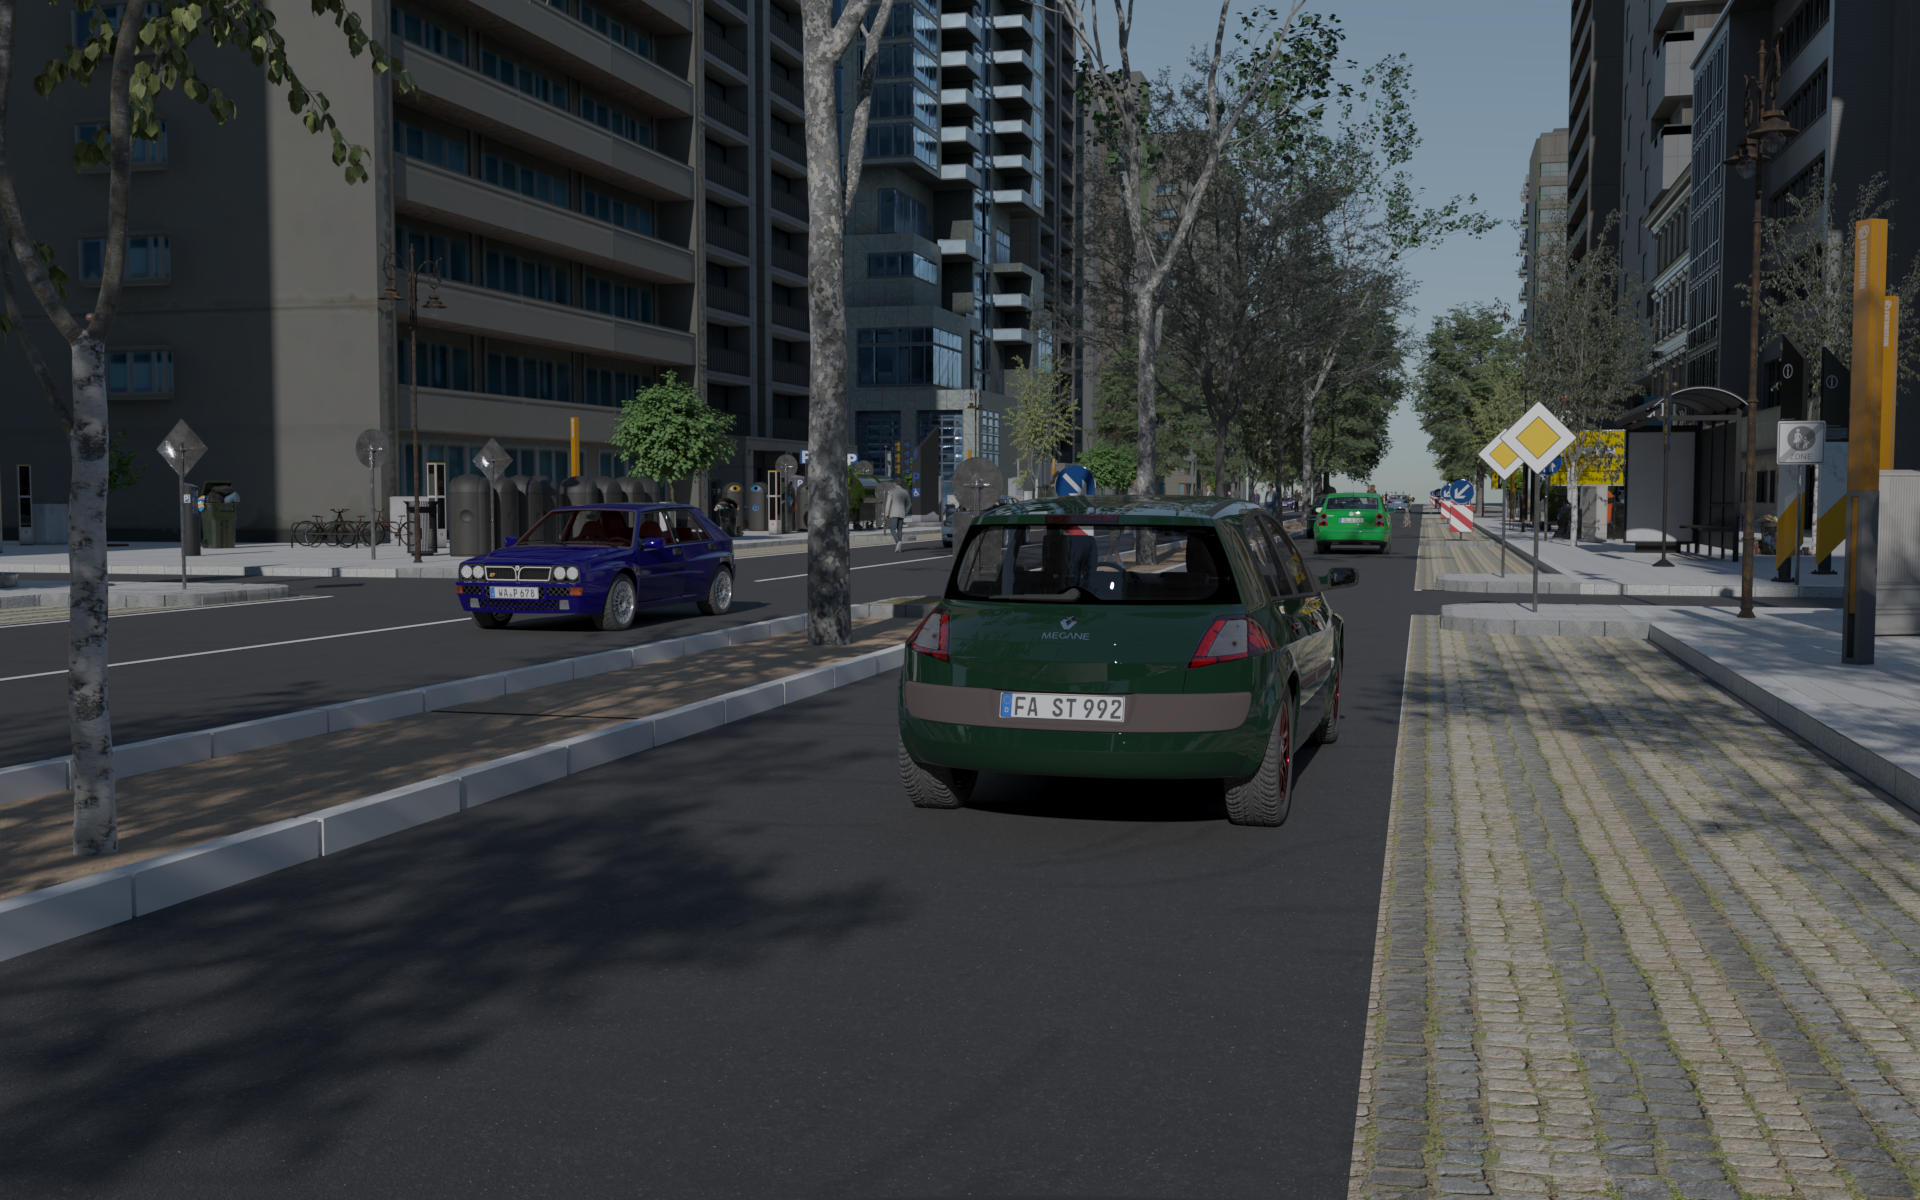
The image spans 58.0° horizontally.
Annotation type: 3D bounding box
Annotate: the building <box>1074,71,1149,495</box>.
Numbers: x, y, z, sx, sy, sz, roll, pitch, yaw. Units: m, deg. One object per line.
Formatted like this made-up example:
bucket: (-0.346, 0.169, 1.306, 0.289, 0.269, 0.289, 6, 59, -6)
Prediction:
building: (9.807, -29.410, 164.440, 14.154, 41.232, 14.086, 1, 4, 15)

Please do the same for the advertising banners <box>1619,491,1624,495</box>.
advertising banners: (35.918, -6.022, 94.647, 2.074, 3.025, 0.090, 0, 4, -3)

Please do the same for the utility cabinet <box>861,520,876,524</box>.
utility cabinet: (-4.294, -4.308, 79.110, 0.318, 1.500, 1.173, -2, 4, -35)

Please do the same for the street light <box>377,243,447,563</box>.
street light: (-10.120, -3.631, 32.159, 0.468, 5.910, 1.993, 1, 4, 15)

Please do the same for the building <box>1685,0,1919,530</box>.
building: (35.471, -14.833, 61.580, 14.314, 24.678, 30.058, 1, 4, 15)

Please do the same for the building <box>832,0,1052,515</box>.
building: (-5.623, -49.514, 122.225, 22.319, 86.520, 31.000, 1, 4, 15)

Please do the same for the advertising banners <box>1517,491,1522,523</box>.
advertising banners: (25.905, -4.977, 77.566, 2.074, 3.025, 0.090, -1, 4, -16)

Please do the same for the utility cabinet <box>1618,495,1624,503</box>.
utility cabinet: (34.671, -4.895, 91.198, 1.020, 1.237, 0.306, 2, 4, 30)

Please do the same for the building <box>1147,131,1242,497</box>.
building: (26.330, -37.431, 235.697, 21.300, 48.544, 21.600, 1, 4, 15)

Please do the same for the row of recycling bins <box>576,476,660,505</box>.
row of recycling bins: (-8.118, -2.047, 40.579, 1.069, 1.692, 3.534, 1, 4, 21)

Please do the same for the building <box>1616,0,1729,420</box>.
building: (57.189, -31.771, 108.695, 28.713, 52.752, 27.495, 1, 4, 15)

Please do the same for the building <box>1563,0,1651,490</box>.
building: (59.106, -31.231, 134.320, 21.300, 48.544, 21.600, 1, 4, 15)

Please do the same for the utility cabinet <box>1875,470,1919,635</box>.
utility cabinet: (8.675, -0.430, 15.714, 1.173, 1.500, 0.318, -1, 4, -11)

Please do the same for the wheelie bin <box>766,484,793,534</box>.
wheelie bin: (-5.828, -2.956, 56.242, 0.980, 1.594, 0.693, 1, 4, 17)

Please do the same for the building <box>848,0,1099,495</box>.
building: (1.123, -43.382, 147.554, 20.563, 71.187, 20.611, 1, 4, 15)

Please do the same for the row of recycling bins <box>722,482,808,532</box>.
row of recycling bins: (-6.551, -3.223, 59.814, 3.534, 1.692, 1.069, 1, 4, 14)

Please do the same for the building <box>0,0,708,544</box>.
building: (-22.426, -26.436, 55.937, 21.300, 48.544, 21.600, 1, 4, 15)

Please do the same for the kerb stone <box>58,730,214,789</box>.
kerb stone: (-4.217, 0.816, 8.848, 0.120, 0.150, 1.000, 1, 4, 15)

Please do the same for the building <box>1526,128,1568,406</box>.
building: (76.707, -34.319, 211.234, 14.600, 45.320, 14.200, 1, 4, 15)

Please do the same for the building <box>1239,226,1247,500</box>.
building: (34.197, -34.797, 252.522, 14.154, 41.232, 14.086, 1, 4, 15)

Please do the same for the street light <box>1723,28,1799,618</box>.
street light: (8.166, -2.753, 17.806, 0.468, 5.910, 1.993, 1, 4, 15)

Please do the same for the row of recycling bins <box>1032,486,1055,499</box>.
row of recycling bins: (4.559, -5.126, 90.918, 1.069, 1.692, 3.534, -1, 4, -13)

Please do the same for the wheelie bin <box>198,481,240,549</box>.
wheelie bin: (-17.467, -2.018, 40.904, 0.693, 1.594, 0.980, 3, 5, 41)

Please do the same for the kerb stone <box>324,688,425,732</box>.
kerb stone: (-3.692, 0.697, 10.831, 0.120, 0.150, 1.000, 1, 4, 15)

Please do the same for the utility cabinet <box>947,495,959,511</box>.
utility cabinet: (-0.164, -5.101, 94.564, 1.020, 1.237, 0.306, 1, 4, 13)

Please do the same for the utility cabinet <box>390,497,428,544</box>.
utility cabinet: (-14.122, -2.045, 44.594, 1.020, 1.237, 0.306, -1, 4, -10)

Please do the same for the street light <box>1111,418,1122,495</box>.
street light: (9.527, -8.122, 105.578, 0.468, 5.910, 1.993, 1, 4, 15)

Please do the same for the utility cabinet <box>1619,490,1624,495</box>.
utility cabinet: (36.771, -5.384, 96.702, 1.173, 1.500, 0.318, -2, 4, -35)

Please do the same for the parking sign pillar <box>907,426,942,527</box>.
parking sign pillar: (-1.361, -4.872, 68.133, 1.447, 3.967, 1.447, 2, 4, 33)

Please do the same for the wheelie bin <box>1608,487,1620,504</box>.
wheelie bin: (31.124, -4.586, 82.884, 0.693, 1.594, 0.980, -1, 4, -17)

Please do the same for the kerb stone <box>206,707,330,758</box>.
kerb stone: (-3.955, 0.760, 9.843, 0.120, 0.150, 1.000, 1, 4, 15)

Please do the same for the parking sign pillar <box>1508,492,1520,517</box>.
parking sign pillar: (31.018, -6.581, 96.069, 1.447, 3.967, 1.447, 0, 4, 6)

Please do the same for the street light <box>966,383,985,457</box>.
street light: (0.654, -6.077, 72.139, 0.468, 5.910, 1.993, 1, 4, 15)

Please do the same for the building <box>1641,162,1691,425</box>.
building: (40.428, -13.535, 85.918, 10.561, 19.102, 19.286, 1, 4, 15)

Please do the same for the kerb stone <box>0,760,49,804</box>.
kerb stone: (-4.487, 0.877, 7.862, 0.120, 0.150, 1.000, 1, 4, 15)

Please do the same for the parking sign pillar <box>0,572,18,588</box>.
parking sign pillar: (-13.730, -2.150, 23.621, 1.447, 3.967, 1.447, -1, 4, -13)

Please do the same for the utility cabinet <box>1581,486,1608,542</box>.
utility cabinet: (16.804, -2.276, 45.898, 0.318, 1.500, 1.173, 0, 4, 3)

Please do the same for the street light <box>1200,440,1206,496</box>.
street light: (20.413, -10.568, 145.568, 0.468, 5.910, 1.993, 1, 4, 15)

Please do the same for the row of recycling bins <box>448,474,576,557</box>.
row of recycling bins: (-9.637, -1.826, 36.971, 1.069, 1.692, 3.534, 1, 4, 18)

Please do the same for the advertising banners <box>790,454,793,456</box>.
advertising banners: (-7.190, -4.935, 76.877, 0.090, 3.025, 2.074, 1, 4, 21)

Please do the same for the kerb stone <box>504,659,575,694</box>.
kerb stone: (-3.159, 0.574, 12.815, 0.120, 0.150, 1.000, 1, 4, 15)

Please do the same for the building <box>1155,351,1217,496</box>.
building: (15.998, -22.476, 212.528, 27.650, 21.520, 28.899, 1, 4, 15)

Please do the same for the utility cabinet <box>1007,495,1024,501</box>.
utility cabinet: (2.462, -4.119, 78.513, 0.306, 1.237, 1.020, -3, 4, -38)

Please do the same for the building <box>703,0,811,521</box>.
building: (-16.207, -39.474, 83.659, 20.563, 71.187, 20.611, 1, 4, 15)

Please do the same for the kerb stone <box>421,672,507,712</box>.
kerb stone: (-3.421, 0.634, 11.827, 0.120, 0.150, 1.000, 1, 4, 15)

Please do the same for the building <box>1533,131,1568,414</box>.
building: (72.600, -31.400, 196.990, 14.154, 41.232, 14.086, 1, 4, 15)

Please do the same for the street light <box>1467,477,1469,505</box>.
street light: (38.670, -9.716, 131.639, 0.468, 5.910, 1.993, 1, 4, 15)

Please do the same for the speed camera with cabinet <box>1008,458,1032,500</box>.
speed camera with cabinet: (3.541, -6.250, 96.527, 0.660, 3.252, 2.038, 3, 5, 42)

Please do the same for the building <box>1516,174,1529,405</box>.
building: (86.712, -37.460, 232.080, 23.786, 49.044, 30.456, 1, 4, 15)

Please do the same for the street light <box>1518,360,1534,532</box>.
street light: (18.944, -5.218, 58.100, 0.468, 5.910, 1.993, 1, 4, 15)

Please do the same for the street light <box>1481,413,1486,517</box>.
street light: (29.672, -7.666, 98.132, 0.468, 5.910, 1.993, 1, 4, 15)
